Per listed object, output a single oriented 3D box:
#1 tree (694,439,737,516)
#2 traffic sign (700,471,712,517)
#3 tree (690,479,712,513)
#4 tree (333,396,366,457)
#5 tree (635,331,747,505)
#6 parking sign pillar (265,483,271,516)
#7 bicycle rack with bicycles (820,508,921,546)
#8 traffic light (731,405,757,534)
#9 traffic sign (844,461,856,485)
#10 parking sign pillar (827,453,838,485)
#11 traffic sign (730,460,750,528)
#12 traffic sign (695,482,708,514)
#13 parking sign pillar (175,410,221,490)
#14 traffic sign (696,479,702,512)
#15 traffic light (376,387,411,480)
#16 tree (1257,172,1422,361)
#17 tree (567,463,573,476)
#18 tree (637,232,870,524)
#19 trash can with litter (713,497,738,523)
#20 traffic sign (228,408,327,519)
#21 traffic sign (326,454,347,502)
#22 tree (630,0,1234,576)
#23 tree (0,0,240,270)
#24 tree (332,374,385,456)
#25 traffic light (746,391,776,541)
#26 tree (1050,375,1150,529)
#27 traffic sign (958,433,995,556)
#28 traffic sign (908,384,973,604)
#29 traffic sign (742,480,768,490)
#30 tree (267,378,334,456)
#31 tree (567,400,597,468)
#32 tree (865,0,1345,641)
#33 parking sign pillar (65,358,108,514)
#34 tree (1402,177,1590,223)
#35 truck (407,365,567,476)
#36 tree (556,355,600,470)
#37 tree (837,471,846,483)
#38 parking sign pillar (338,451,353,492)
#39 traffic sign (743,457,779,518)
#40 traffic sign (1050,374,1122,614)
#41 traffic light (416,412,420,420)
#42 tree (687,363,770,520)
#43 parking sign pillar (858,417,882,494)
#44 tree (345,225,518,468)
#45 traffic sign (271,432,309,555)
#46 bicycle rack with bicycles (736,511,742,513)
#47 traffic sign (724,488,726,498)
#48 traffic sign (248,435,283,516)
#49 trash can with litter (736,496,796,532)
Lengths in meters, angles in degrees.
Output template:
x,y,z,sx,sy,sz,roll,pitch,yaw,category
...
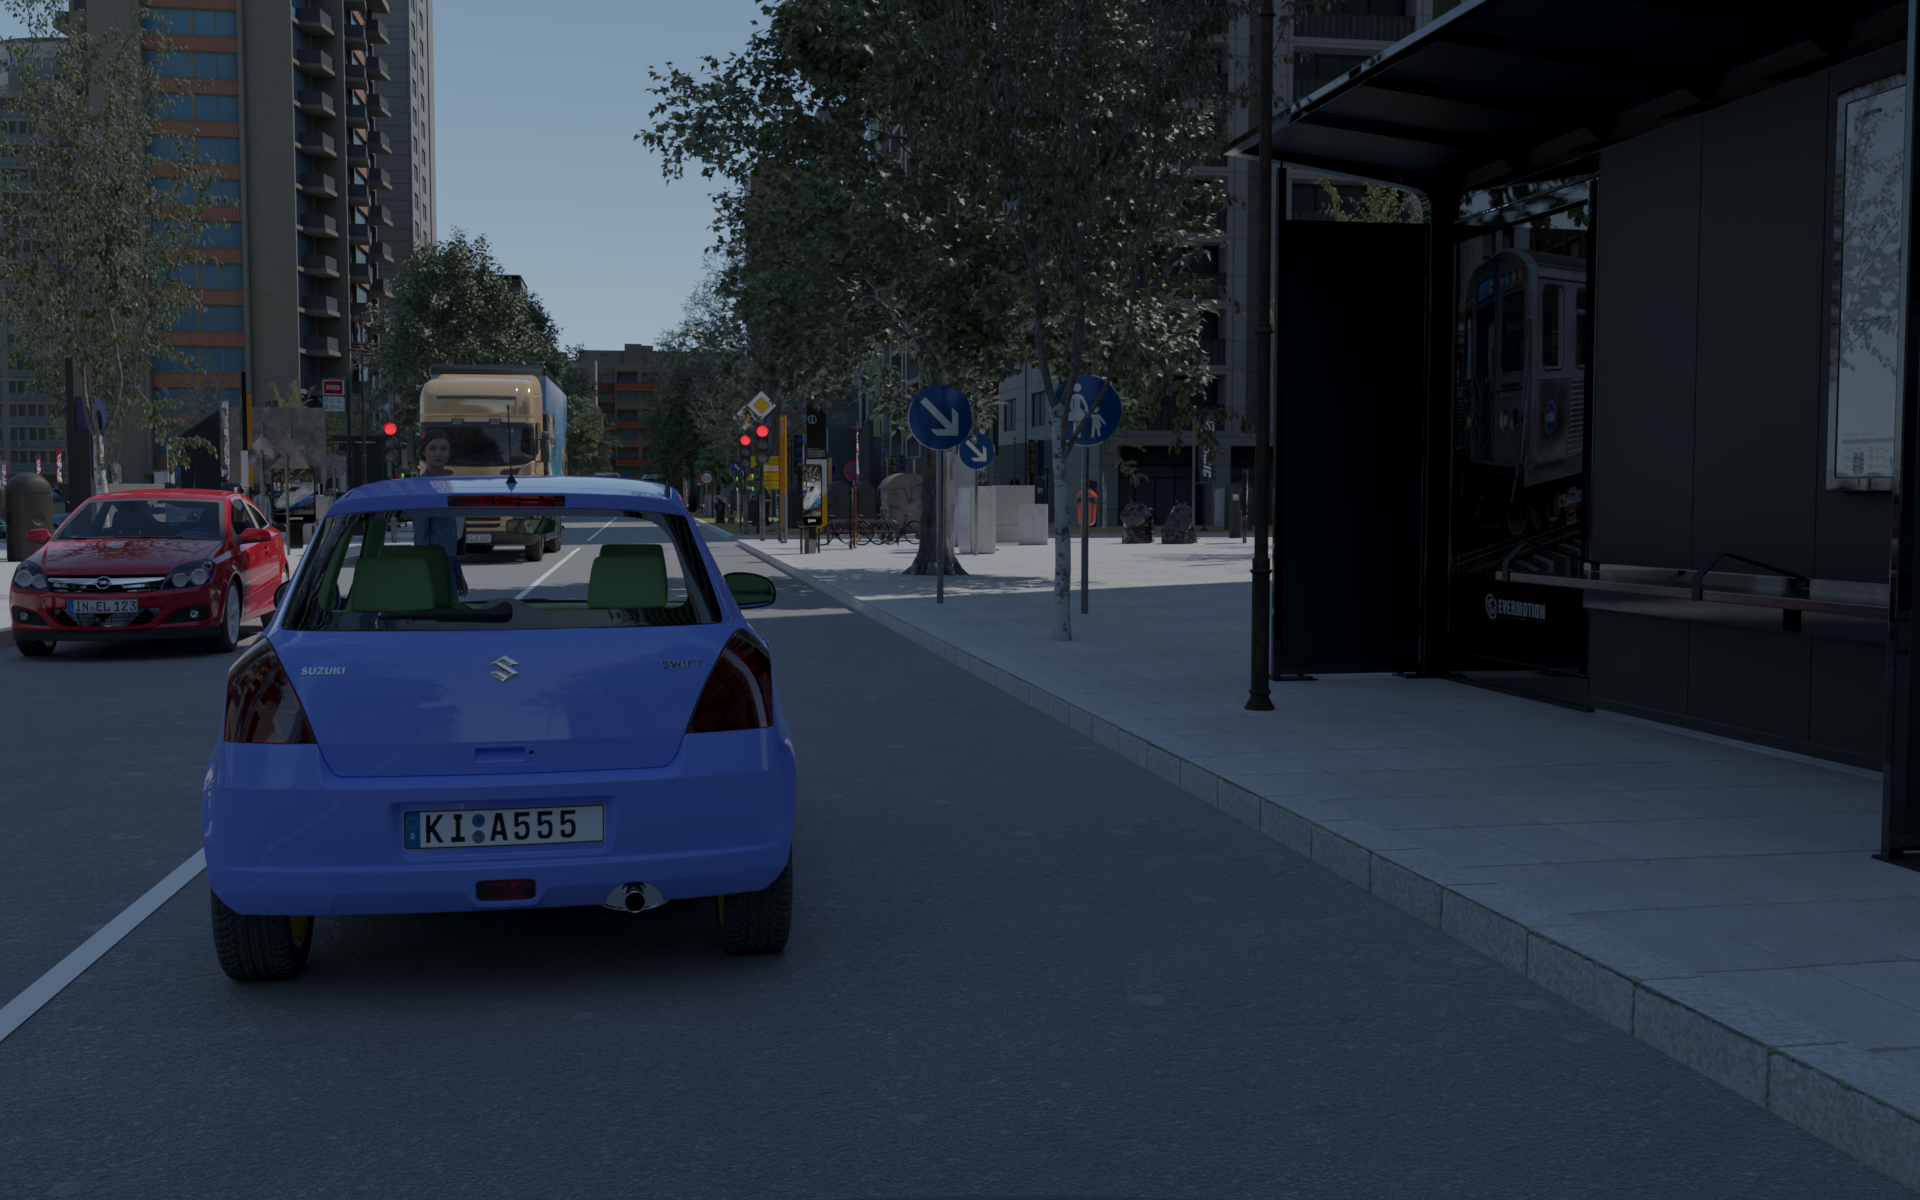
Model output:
x,y,z,sx,sy,sz,roll,pitch,yaw,category
-14.368,-7.318,103.361,4.285,4.588,4.351,0,3,0,tree
-14.158,-5.917,96.842,0.768,2.556,0.104,0,4,-2,traffic sign
-17.611,-7.663,119.886,1.663,3.219,1.824,0,3,0,tree
-43.623,-10.529,122.508,4.737,8.622,4.395,0,3,0,tree
-30.925,-20.987,199.032,12.611,20.169,13.585,0,3,0,tree
-41.387,-6.982,102.634,1.447,3.967,1.447,3,4,37,parking sign pillar
-2.317,-1.878,44.084,2.925,0.926,2.852,0,4,-2,bicycle rack with bicycles
-6.841,-4.043,55.017,0.839,4.253,0.868,-1,4,-10,traffic light
-4.066,-4.066,66.583,0.768,2.556,0.104,-1,4,-9,traffic sign
-7.585,-6.898,101.257,1.447,3.967,1.447,1,4,20,parking sign pillar
-8.262,-3.976,65.121,0.768,2.556,0.104,0,4,-8,traffic sign
-16.337,-6.716,109.811,0.884,2.594,0.081,0,4,-2,traffic sign
-24.207,-4.070,55.024,1.447,3.967,1.447,3,5,41,parking sign pillar
-18.439,-7.552,123.587,0.768,2.556,0.104,0,4,-8,traffic sign
-14.864,-3.456,45.429,0.839,4.253,0.868,-1,4,-10,traffic light
8.462,-5.324,37.407,4.737,8.622,4.395,0,3,0,tree
-32.604,-9.454,138.283,4.285,4.588,4.351,0,3,0,tree
-8.391,-9.986,73.636,12.009,13.543,11.850,0,3,0,tree
-10.362,-3.981,76.471,1.055,1.170,0.624,0,4,6,trash can with litter
-16.104,-2.873,40.848,2.265,3.308,0.079,0,4,-4,traffic sign
-20.037,-3.388,55.494,0.768,2.556,0.104,0,4,-5,traffic sign
-0.311,-6.741,27.218,9.611,12.733,9.660,0,3,0,tree
-11.140,-4.390,22.137,4.360,8.622,3.978,0,3,0,tree
-35.512,-9.358,103.370,4.360,8.622,3.978,0,3,0,tree
-5.410,-3.562,47.160,0.839,4.253,0.868,-1,4,-10,traffic light
5.306,-6.903,63.224,4.737,8.622,4.395,0,3,0,tree
0.336,-2.197,36.026,0.768,2.556,0.104,-1,4,-8,traffic sign
-0.232,-1.231,20.226,0.768,2.556,0.104,0,4,-7,traffic sign
-13.629,-7.341,113.906,2.265,3.308,0.079,0,4,-6,traffic sign
-42.337,-9.704,109.031,4.737,8.622,4.395,0,3,0,tree
-30.868,-11.970,130.114,7.601,10.594,8.767,-2,4,-27,tree
0.933,-3.934,14.681,4.360,8.622,3.978,0,3,0,tree
-17.589,-2.842,34.935,1.447,3.967,1.447,-1,4,-12,parking sign pillar
10.098,-4.968,31.591,4.360,8.622,3.978,0,3,0,tree
-10.618,-3.123,39.968,2.839,4.237,11.283,-1,4,-10,truck
-29.339,-11.821,119.030,9.928,11.665,9.643,0,3,0,tree
-9.130,-8.066,126.477,1.663,3.219,1.824,0,3,0,tree
-35.094,-6.769,99.140,1.447,3.967,1.447,3,5,40,parking sign pillar
-10.399,-6.014,92.208,2.265,3.308,0.079,0,4,-6,traffic sign
1.336,-1.125,18.493,0.768,2.556,0.104,0,4,-1,traffic sign
-16.295,-3.937,53.285,0.839,4.253,0.868,-1,4,-10,traffic light
-11.366,-8.366,87.150,4.360,8.622,3.978,0,3,0,tree
-3.081,-4.298,58.746,1.447,3.967,1.447,-1,4,-22,parking sign pillar
-21.538,-9.619,74.284,9.611,12.733,9.660,0,3,0,tree
-14.026,-2.209,36.115,0.884,2.594,0.081,0,4,-8,traffic sign
-13.654,-6.278,116.029,2.852,0.926,2.925,1,4,13,bicycle rack with bicycles
-17.650,-7.951,130.110,0.768,2.556,0.104,-1,4,-9,traffic sign
-13.686,-2.006,33.981,0.795,2.450,0.064,0,4,-4,traffic sign
-6.762,-2.992,59.972,2.233,1.210,1.678,-1,4,-17,trash can with litter
